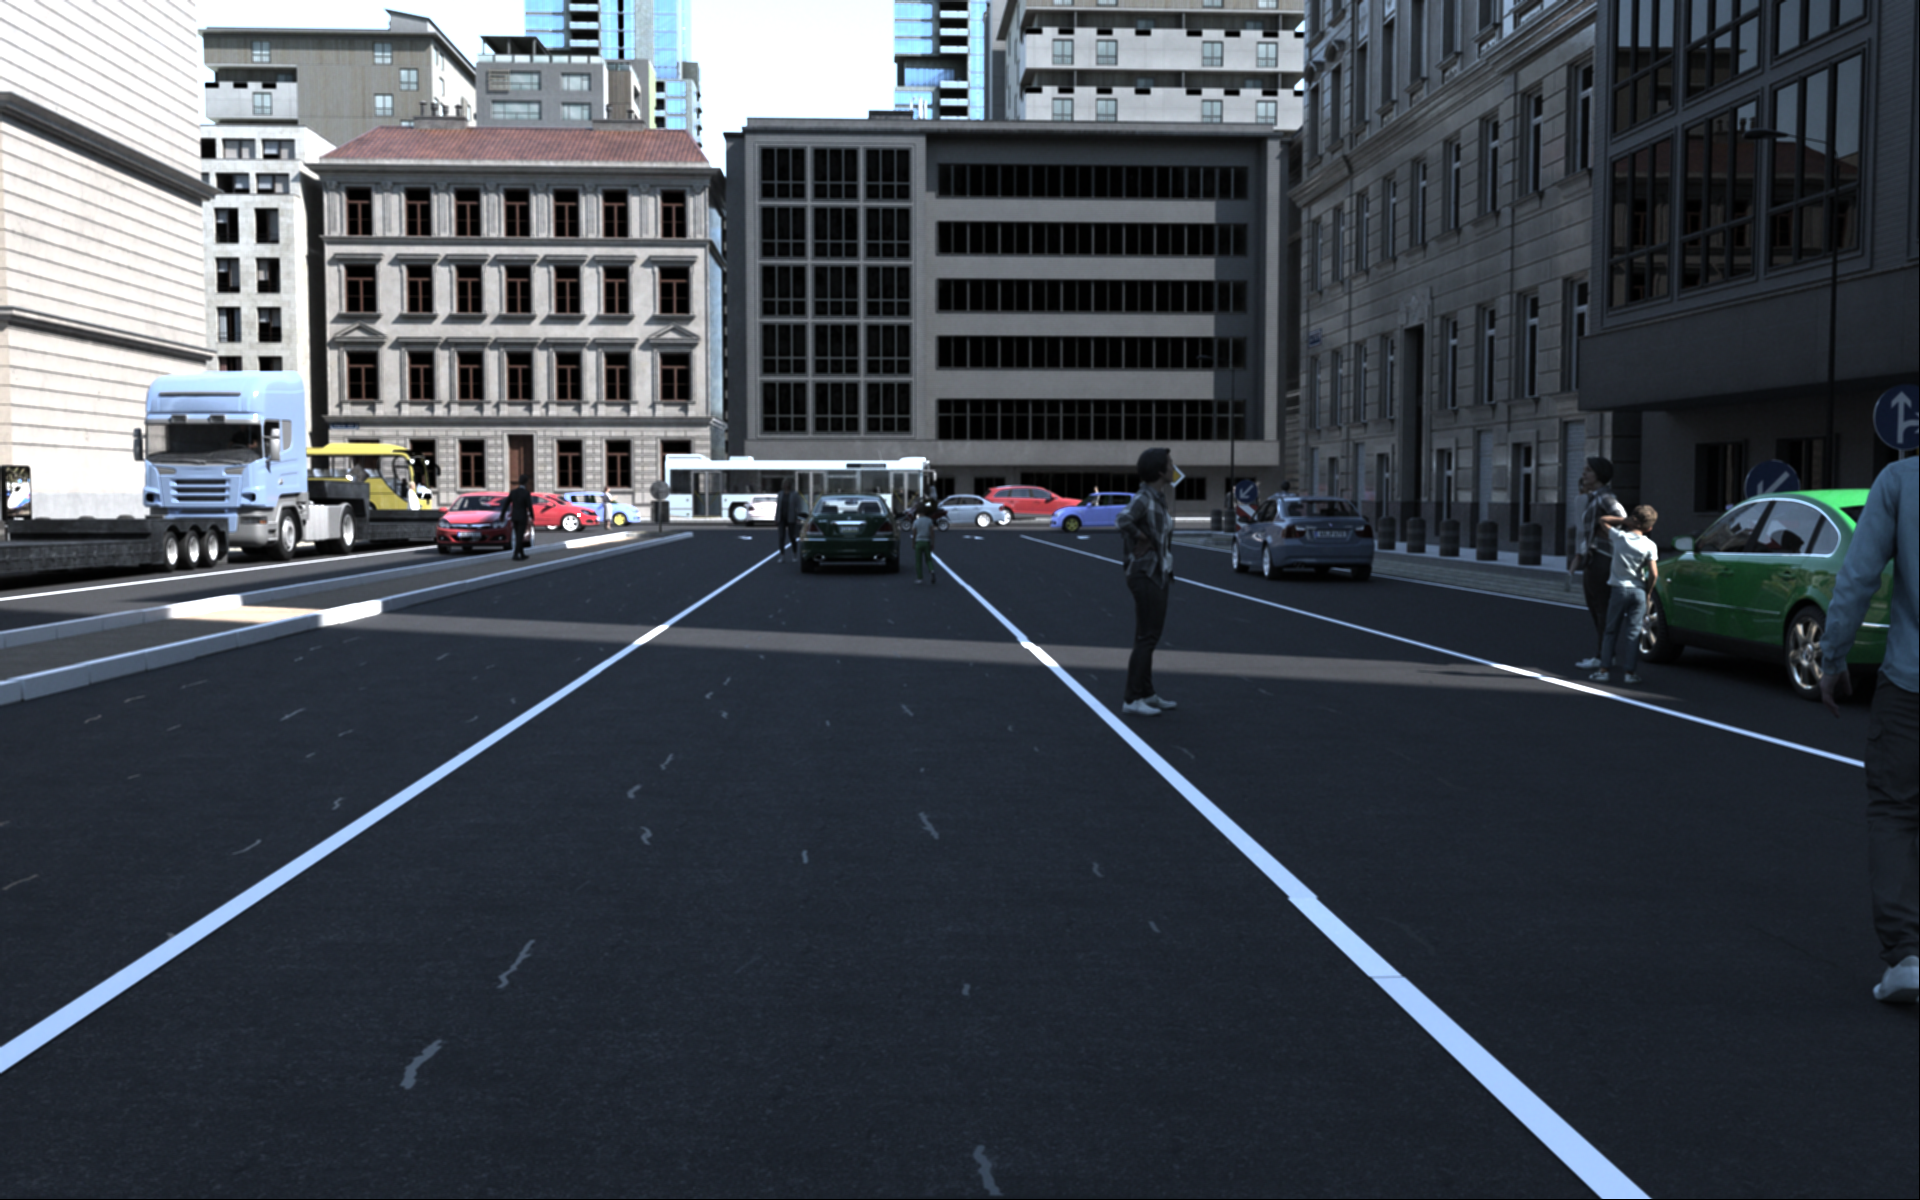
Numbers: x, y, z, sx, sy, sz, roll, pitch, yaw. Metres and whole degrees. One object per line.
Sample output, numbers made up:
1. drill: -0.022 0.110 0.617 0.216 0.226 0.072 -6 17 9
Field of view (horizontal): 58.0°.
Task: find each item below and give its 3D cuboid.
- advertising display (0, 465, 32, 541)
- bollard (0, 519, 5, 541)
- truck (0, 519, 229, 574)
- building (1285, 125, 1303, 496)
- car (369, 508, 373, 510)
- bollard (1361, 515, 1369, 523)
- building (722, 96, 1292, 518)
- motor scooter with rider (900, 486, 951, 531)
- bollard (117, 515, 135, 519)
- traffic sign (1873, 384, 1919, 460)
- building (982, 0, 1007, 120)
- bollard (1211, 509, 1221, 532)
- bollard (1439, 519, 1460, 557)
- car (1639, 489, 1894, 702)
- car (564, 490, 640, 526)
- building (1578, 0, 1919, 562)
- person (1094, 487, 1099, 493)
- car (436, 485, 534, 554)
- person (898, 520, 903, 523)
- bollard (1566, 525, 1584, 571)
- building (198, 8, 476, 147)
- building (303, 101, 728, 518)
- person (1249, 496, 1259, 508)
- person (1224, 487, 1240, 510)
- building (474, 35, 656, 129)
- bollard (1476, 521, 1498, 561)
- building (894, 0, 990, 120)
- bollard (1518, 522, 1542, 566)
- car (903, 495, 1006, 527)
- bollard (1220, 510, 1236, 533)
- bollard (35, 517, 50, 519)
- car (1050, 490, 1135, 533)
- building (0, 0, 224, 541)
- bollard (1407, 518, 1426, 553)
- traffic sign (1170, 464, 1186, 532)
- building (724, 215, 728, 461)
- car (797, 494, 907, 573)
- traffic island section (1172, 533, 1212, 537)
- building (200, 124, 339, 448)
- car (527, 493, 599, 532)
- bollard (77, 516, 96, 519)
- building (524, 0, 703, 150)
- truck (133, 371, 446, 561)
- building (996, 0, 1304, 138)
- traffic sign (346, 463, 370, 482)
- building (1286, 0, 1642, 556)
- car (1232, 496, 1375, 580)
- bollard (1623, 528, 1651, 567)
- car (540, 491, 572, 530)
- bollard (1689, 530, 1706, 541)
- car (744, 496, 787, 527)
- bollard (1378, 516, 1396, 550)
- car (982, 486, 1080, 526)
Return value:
1. advertising display: -21.313 -2.074 39.127 0.123 1.923 0.974 0 4 2
2. bollard: -20.294 -1.326 36.400 0.404 0.777 0.398 0 3 0
3. truck: -15.067 -2.152 24.942 2.967 4.110 18.799 0 4 -4
4. building: 27.394 -16.366 96.466 19.941 23.489 11.050 0 4 -3
5. car: -26.250 -3.791 71.772 4.222 1.686 2.009 0 4 -1
6. bollard: 9.708 -1.670 42.029 0.404 0.777 0.398 0 3 0
7. building: 2.312 -17.017 97.302 30.058 24.678 14.314 0 4 -3
8. motor scooter with rider: -1.314 -3.546 66.937 1.986 1.779 0.876 0 4 -2
9. bollard: -20.646 -1.723 42.882 0.404 0.777 0.398 0 3 0
10. traffic sign: 10.945 -1.225 20.135 0.768 2.556 0.104 0 4 -1
11. building: 13.174 -40.329 201.382 21.231 58.520 28.212 0 4 -3
12. bollard: 8.785 -2.725 59.267 0.404 0.777 0.398 0 3 0
13. bollard: 10.056 -1.275 35.568 0.404 0.777 0.398 0 3 0
14. car: 6.715 -0.277 13.324 1.959 1.807 4.718 0 4 -1
15. car: -16.287 -4.182 77.962 3.694 1.707 1.945 0 4 -1
16. building: 18.938 -13.874 20.348 14.314 27.812 24.014 0 4 -3
17. person: 6.358 -4.487 82.140 0.573 1.790 0.520 -3 5 -41
18. car: -11.746 -2.076 42.984 2.155 1.783 4.494 0 4 -5
19. person: -2.892 -4.738 86.315 0.721 1.781 0.623 0 4 -7
20. bollard: 10.403 -0.879 29.091 0.404 0.777 0.398 0 3 0
21. building: -69.562 -37.187 197.251 27.495 52.752 28.713 0 4 -3
22. building: -23.195 -15.823 94.860 21.152 22.565 11.583 0 4 -3
23. person: 11.717 -3.698 69.061 0.767 1.812 0.694 2 4 30
24. person: 12.091 -4.156 76.842 0.661 1.777 0.834 2 4 25
25. building: -35.413 -29.005 157.828 14.154 41.232 14.086 0 4 -3
26. bollard: 10.169 -1.144 33.415 0.404 0.777 0.398 0 3 0
27. building: 1.739 -57.931 259.838 31.000 86.520 22.319 0 4 -3
28. bollard: 10.290 -1.012 31.261 0.404 0.777 0.398 0 3 0
29. car: -0.268 -3.866 75.218 4.499 1.417 2.014 0 4 -2
30. bollard: 8.899 -2.593 57.112 0.404 0.777 0.398 0 3 0
31. bollard: -20.410 -1.458 38.554 0.404 0.777 0.398 0 3 0
32. car: 5.242 -3.402 65.215 3.694 1.707 1.945 0 4 -2
33. building: -34.276 -15.879 47.011 23.554 28.519 14.401 0 4 -3
34. bollard: 9.939 -1.407 37.723 0.404 0.777 0.398 0 3 0
35. traffic sign: 7.196 -3.342 58.288 0.795 2.450 0.064 0 4 -3
36. building: -24.829 -38.856 258.992 21.600 48.544 21.300 0 4 -3
37. car: -2.074 -1.300 33.049 2.131 1.459 4.920 0 4 -3
38. traffic island section: 7.219 -2.207 58.367 2.009 0.180 2.903 0 4 -3
39. building: -42.373 -14.559 92.799 16.860 20.320 10.420 0 4 -3
40. car: -16.053 -3.495 66.181 4.494 1.783 2.155 0 4 -3
41. bollard: -20.528 -1.591 40.729 0.404 0.777 0.398 0 3 0
42. building: -51.087 -57.716 256.332 31.000 86.520 22.319 0 4 -3
43. truck: -15.741 -3.309 43.859 2.967 4.110 18.799 0 4 -2
44. building: 18.930 -35.734 173.487 28.713 52.752 27.495 0 4 -3
45. traffic sign: -19.760 -3.255 56.866 0.795 2.450 0.064 0 4 -3
46. building: 17.419 -15.142 44.830 12.463 27.353 25.104 0 4 -3
47. car: 5.935 -1.113 30.195 2.014 1.417 4.499 0 4 -2
48. bollard: 10.520 -0.747 26.938 0.404 0.777 0.398 0 3 0
49. car: -17.699 -3.694 69.436 4.494 1.783 2.155 0 4 -5
50. bollard: 10.635 -0.616 24.784 0.404 0.777 0.398 0 3 0
51. car: -8.582 -3.967 77.227 2.083 1.381 4.827 0 4 -5
52. bollard: 9.823 -1.539 39.876 0.404 0.777 0.398 0 3 0
53. car: 3.418 -4.317 79.258 5.304 1.827 2.281 0 4 -3
